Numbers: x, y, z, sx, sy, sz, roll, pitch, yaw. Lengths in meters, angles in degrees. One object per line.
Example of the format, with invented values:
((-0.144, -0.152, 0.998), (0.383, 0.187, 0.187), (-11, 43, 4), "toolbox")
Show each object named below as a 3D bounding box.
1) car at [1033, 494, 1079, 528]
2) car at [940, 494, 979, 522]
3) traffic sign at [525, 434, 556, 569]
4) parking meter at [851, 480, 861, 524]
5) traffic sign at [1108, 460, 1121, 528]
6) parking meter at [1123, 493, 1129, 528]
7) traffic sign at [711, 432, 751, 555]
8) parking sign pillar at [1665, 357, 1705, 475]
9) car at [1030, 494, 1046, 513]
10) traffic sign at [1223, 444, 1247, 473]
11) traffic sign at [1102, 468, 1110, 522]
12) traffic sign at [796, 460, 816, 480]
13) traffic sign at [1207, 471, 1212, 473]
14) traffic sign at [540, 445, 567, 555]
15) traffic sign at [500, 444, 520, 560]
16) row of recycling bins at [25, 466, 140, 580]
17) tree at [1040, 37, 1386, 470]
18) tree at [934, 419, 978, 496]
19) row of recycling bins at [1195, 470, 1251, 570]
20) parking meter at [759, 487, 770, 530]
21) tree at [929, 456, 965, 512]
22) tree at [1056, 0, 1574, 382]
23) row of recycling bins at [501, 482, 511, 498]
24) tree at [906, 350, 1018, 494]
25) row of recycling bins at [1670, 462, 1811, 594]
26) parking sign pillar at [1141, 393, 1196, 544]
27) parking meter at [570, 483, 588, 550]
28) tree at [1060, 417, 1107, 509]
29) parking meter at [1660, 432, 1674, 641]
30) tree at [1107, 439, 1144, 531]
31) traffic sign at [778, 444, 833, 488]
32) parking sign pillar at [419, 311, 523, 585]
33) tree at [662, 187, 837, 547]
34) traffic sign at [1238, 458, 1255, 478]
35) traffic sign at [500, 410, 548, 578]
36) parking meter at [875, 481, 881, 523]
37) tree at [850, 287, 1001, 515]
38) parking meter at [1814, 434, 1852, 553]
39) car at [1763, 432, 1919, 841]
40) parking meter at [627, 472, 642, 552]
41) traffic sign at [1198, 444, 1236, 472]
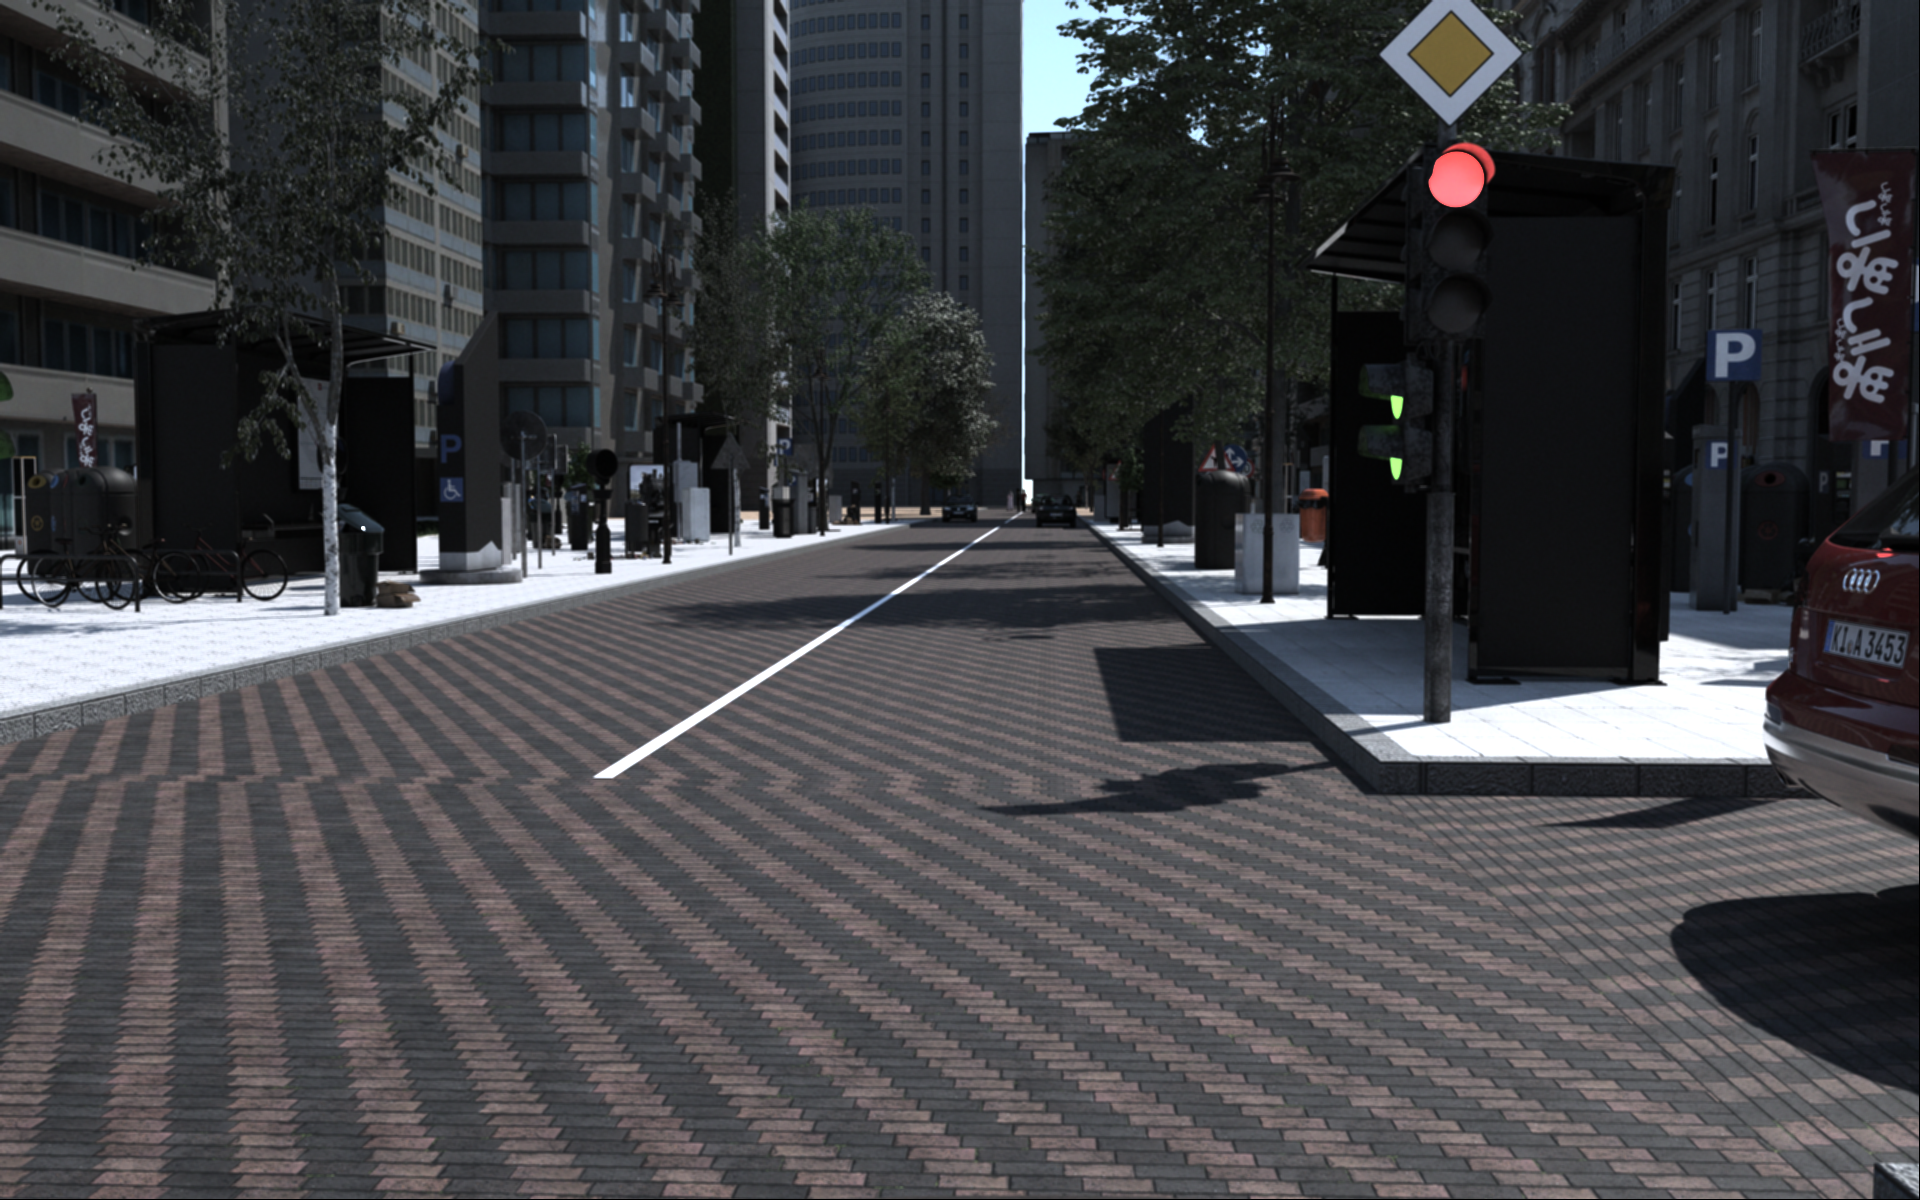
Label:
((4.184, -4.014, 75.422), (2.009, 1.686, 4.222), (0, 4, 3), "car")
((0.002, -4.859, 89.238), (2.009, 1.686, 4.222), (0, 4, 2), "car")
((-7.223, -1.688, 29.733), (0.606, 2.300, 0.079), (1, 4, 12), "traffic sign")
((-4.399, -4.131, 73.259), (0.399, 1.863, 0.255), (0, 4, 6), "parking meter")
((6.058, -4.016, 65.663), (0.884, 2.594, 0.081), (1, 4, 10), "traffic sign")
((6.349, -3.715, 66.449), (0.255, 1.863, 0.399), (1, 4, 9), "parking meter")
((-4.827, -2.226, 36.392), (0.884, 2.594, 0.081), (1, 4, 13), "traffic sign")
((14.062, -2.776, 33.862), (1.447, 3.967, 1.447), (-3, 5, -44), "parking sign pillar")
((6.336, -7.269, 130.654), (2.131, 1.459, 4.920), (0, 4, 4), "car")
((6.960, -2.707, 44.357), (0.768, 2.556, 0.104), (0, 4, 7), "traffic sign")
((6.795, -4.776, 78.193), (0.768, 2.556, 0.104), (0, 4, 6), "traffic sign")
((-5.785, -3.981, 65.194), (0.768, 2.556, 0.104), (0, 4, 5), "traffic sign")
((10.228, -4.203, 69.900), (0.795, 2.450, 0.064), (0, 4, 4), "traffic sign")
((-8.479, -2.077, 36.082), (0.606, 2.300, 0.079), (0, 4, 4), "traffic sign")
((-8.699, -2.057, 33.739), (0.768, 2.556, 0.104), (1, 4, 9), "traffic sign")
((-13.516, -1.200, 26.732), (1.069, 1.692, 3.534), (-3, 5, -41), "row of recycling bins")
((5.151, -6.180, 35.462), (7.601, 10.594, 8.767), (1, 4, 14), "tree")
((-0.662, -11.057, 131.138), (4.360, 8.622, 3.978), (0, 3, 0), "tree")
((4.722, -1.466, 31.082), (1.069, 1.692, 3.534), (1, 4, 9), "row of recycling bins")
((-7.079, -3.316, 62.633), (0.372, 1.533, 0.369), (0, 3, 0), "parking meter")
((-1.116, -8.645, 125.063), (4.285, 4.588, 4.351), (0, 3, 0), "tree")
((5.123, -6.579, 25.688), (7.486, 12.596, 7.792), (0, 3, 0), "tree")
((-15.903, -3.125, 58.203), (3.534, 1.692, 1.069), (3, 5, 44), "row of recycling bins")
((0.026, -14.474, 147.022), (12.009, 13.543, 11.850), (0, 3, 0), "tree")
((10.065, -0.940, 22.487), (3.534, 1.692, 1.069), (2, 4, 29), "row of recycling bins")
((5.457, -3.464, 45.101), (1.447, 3.967, 1.447), (1, 4, 17), "parking sign pillar")
((-8.705, -1.907, 39.584), (0.372, 1.533, 0.369), (0, 3, 0), "parking meter")
((10.633, -11.998, 146.524), (4.737, 8.622, 4.395), (0, 3, 0), "tree")
((6.077, -0.582, 15.233), (0.255, 1.863, 0.399), (0, 4, 5), "parking meter")
((5.986, -4.023, 60.373), (1.663, 3.219, 1.824), (0, 3, 0), "tree")
((-6.347, -4.712, 70.911), (2.265, 3.308, 0.079), (0, 4, 4), "traffic sign")
((-7.086, -2.234, 25.002), (1.447, 3.967, 1.447), (0, 4, 7), "parking sign pillar")
((-5.313, -5.590, 41.763), (4.360, 8.622, 3.978), (0, 3, 0), "tree")
((9.794, -3.652, 59.822), (0.768, 2.556, 0.104), (0, 4, 7), "traffic sign")
((-6.667, -1.610, 26.428), (0.768, 2.556, 0.104), (0, 4, 7), "traffic sign")
((-3.593, -4.295, 75.941), (0.255, 1.863, 0.399), (0, 4, 3), "parking meter")
((-2.100, -12.277, 107.382), (9.857, 13.997, 8.962), (0, 3, 0), "tree")
((8.466, -0.674, 16.736), (0.255, 1.863, 0.399), (0, 4, 1), "parking meter")
((5.372, 0.206, 5.299), (5.304, 1.827, 2.281), (0, 4, 4), "car")
((-7.220, -2.007, 38.520), (0.255, 1.863, 0.399), (-2, 4, -35), "parking meter")
((6.052, -2.499, 40.859), (0.884, 2.594, 0.081), (0, 4, 7), "traffic sign")
